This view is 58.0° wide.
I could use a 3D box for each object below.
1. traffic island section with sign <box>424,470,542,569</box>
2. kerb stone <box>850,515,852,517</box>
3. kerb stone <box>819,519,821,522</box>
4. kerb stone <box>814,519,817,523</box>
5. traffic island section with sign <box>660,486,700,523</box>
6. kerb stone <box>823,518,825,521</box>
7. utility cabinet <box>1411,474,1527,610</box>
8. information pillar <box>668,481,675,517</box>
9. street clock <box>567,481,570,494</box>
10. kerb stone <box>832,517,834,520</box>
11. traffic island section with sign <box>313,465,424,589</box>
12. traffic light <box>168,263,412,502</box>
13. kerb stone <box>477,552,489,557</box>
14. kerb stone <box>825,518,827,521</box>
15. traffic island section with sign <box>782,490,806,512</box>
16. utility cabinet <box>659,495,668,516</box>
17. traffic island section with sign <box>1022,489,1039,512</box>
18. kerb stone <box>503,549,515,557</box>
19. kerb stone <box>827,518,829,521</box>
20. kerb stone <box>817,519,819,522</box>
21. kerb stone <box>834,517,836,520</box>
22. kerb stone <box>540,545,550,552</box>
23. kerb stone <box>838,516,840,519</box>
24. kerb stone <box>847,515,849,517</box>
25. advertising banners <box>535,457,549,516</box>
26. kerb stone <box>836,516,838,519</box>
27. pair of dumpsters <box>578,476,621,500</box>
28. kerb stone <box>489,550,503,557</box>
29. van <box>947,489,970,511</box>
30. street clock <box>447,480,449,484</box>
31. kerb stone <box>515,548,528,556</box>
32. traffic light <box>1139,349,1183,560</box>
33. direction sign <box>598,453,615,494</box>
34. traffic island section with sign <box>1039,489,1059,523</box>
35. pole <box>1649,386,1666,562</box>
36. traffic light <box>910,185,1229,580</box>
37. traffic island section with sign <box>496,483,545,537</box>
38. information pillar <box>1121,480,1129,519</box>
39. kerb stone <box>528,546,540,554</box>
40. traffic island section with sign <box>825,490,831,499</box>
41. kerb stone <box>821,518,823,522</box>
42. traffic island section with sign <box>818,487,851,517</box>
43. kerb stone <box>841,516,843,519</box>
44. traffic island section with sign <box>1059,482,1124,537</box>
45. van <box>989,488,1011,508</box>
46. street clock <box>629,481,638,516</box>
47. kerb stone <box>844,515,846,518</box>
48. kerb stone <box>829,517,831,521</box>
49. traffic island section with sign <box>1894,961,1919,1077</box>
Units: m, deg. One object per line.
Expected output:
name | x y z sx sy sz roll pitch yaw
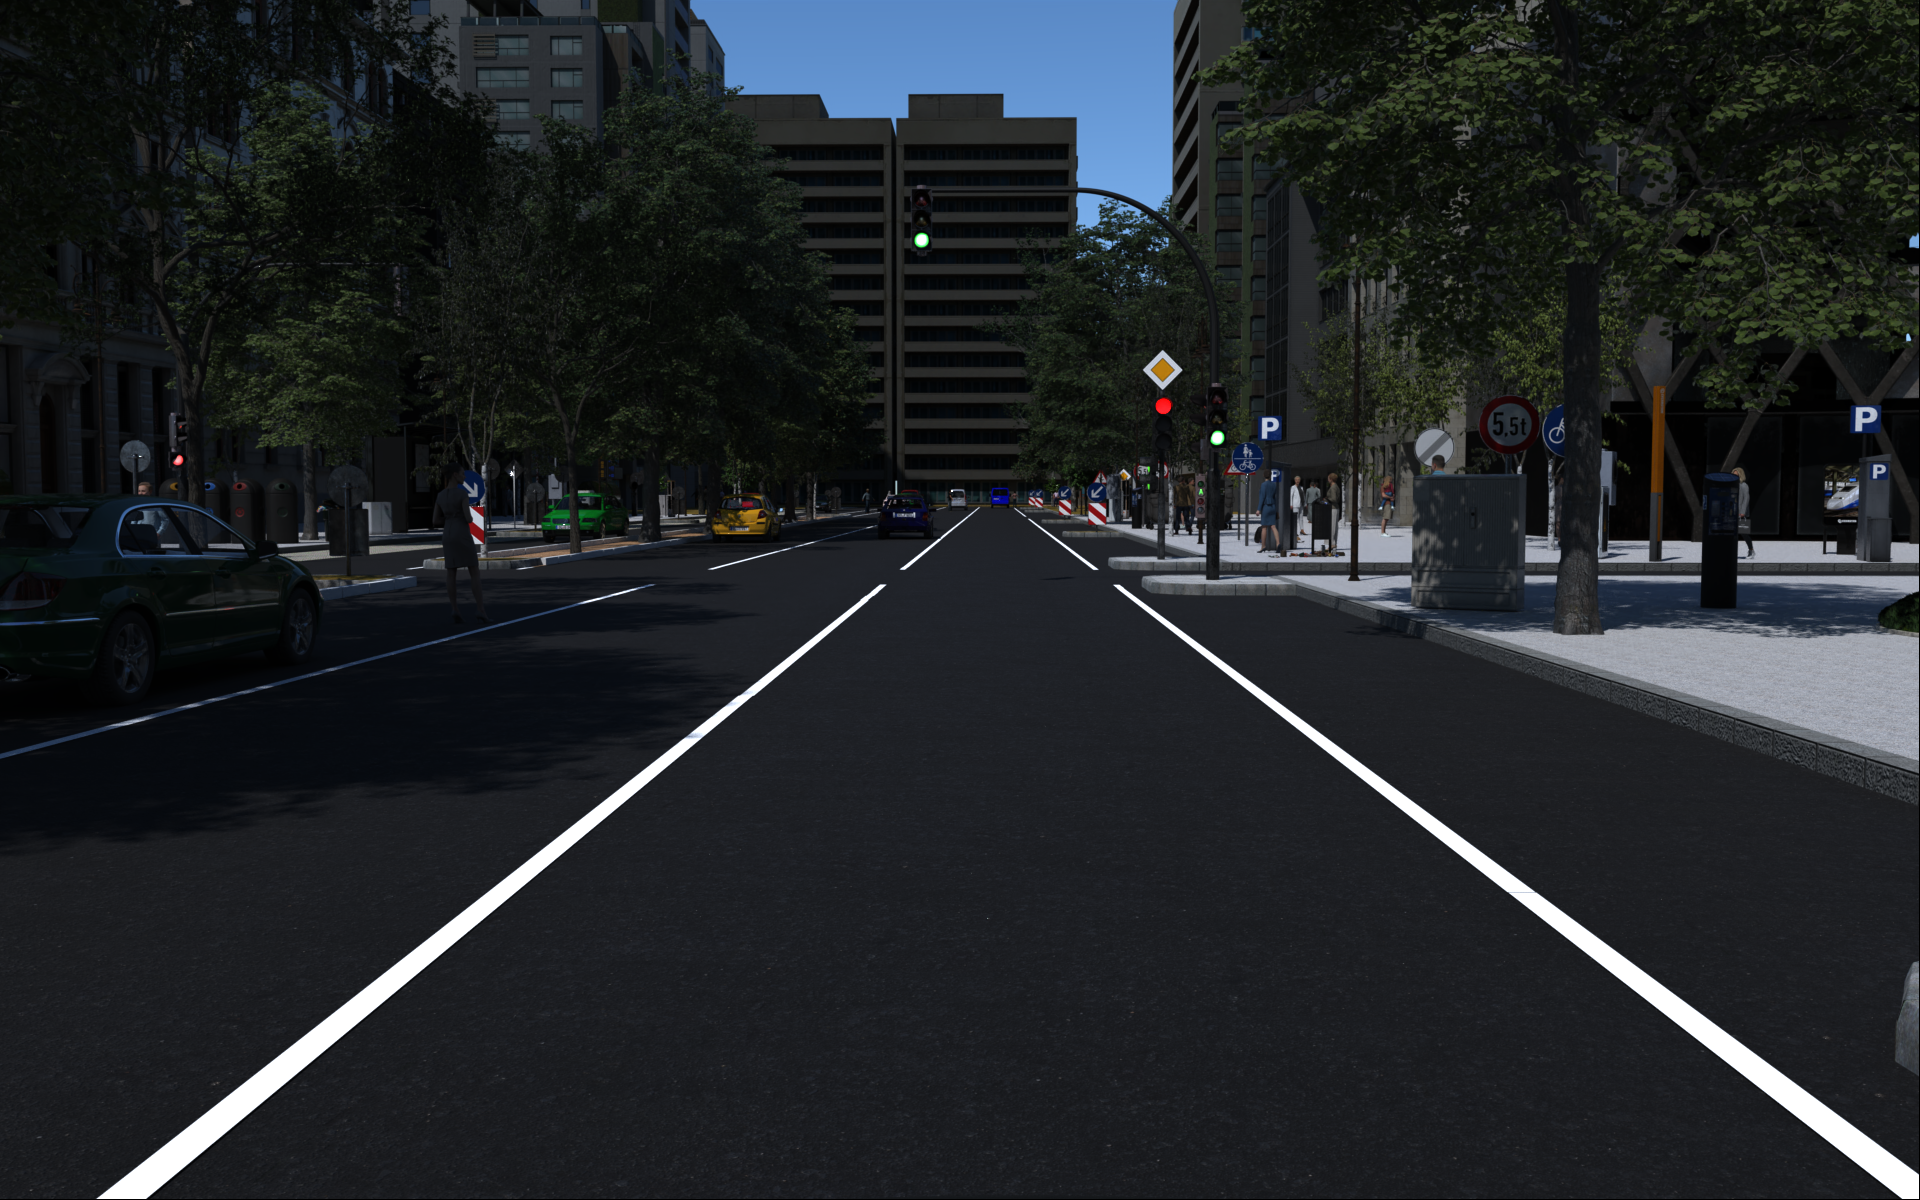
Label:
traffic island section with sign | -9.409 -1.573 33.854 2.006 1.907 1.989 0 4 1
kerb stone | -6.881 -5.120 105.930 0.120 0.150 1.000 0 4 1
kerb stone | -7.268 -3.992 87.463 0.120 0.150 1.000 0 4 1
kerb stone | -7.313 -3.864 85.419 0.120 0.150 1.000 0 4 1
traffic island section with sign | -13.989 -4.724 85.863 1.989 1.847 2.006 0 4 1
kerb stone | -7.228 -4.110 89.511 0.120 0.150 1.000 0 4 1
utility cabinet | 5.625 -0.643 19.186 1.173 1.500 0.318 2 4 34
information pillar | -16.019 -5.608 96.180 0.304 2.012 0.304 3 4 38
street clock | -19.463 -5.033 86.854 0.358 2.002 0.471 3 4 36
kerb stone | -7.114 -4.428 94.643 0.120 0.150 1.000 0 4 1
traffic island section with sign | -9.572 -1.120 26.449 2.006 1.907 1.989 0 4 1
traffic light | -13.244 -3.640 34.178 4.771 5.953 1.251 0 4 1
kerb stone | -10.406 -0.926 37.331 0.120 0.150 1.000 0 4 1
kerb stone | -7.200 -4.174 90.536 0.120 0.150 1.000 0 4 1
traffic island section with sign | -12.941 -7.794 136.052 1.989 1.847 2.006 0 4 1
utility cabinet | -17.832 -5.664 103.770 1.020 1.237 0.306 2 4 31
traffic island section with sign | 6.072 -7.793 136.039 1.989 1.847 2.006 0 4 1
kerb stone | -10.363 -1.050 39.375 0.120 0.150 1.000 0 4 1
kerb stone | -7.185 -4.243 91.567 0.120 0.150 1.000 0 4 1
kerb stone | -7.285 -3.929 86.441 0.120 0.150 1.000 0 4 1
kerb stone | -7.093 -4.494 95.668 0.120 0.150 1.000 0 4 1
kerb stone | -10.297 -1.238 42.453 0.120 0.150 1.000 0 4 1
kerb stone | -7.046 -4.619 97.718 0.120 0.150 1.000 0 4 1
kerb stone | -6.921 -4.991 103.874 0.120 0.150 1.000 0 4 1
advertising banners | -19.807 -5.250 82.027 0.090 3.025 2.074 0 4 3
kerb stone | -7.077 -4.553 96.696 0.120 0.150 1.000 0 4 1
pair of dumpsters | -19.279 -5.490 92.257 1.574 2.255 4.437 0 4 1
kerb stone | -10.381 -0.988 38.353 0.120 0.150 1.000 0 4 1
van | -0.174 -8.847 151.664 2.013 2.044 4.112 0 4 2
street clock | -17.081 -3.295 58.449 0.358 2.002 0.471 1 4 16
kerb stone | -10.336 -1.113 40.397 0.120 0.150 1.000 0 4 1
traffic light | 3.920 -2.745 33.805 0.839 4.253 0.868 0 4 1
direction sign | -18.168 -5.933 88.995 0.876 3.537 0.379 0 4 8
traffic island section with sign | 5.038 -4.699 85.461 1.989 1.847 2.006 0 4 1
pole | 13.209 -2.383 32.801 0.158 3.312 0.155 0 3 0
traffic light | 1.662 -3.123 25.723 4.771 5.953 1.251 0 4 1
traffic island section with sign | -14.533 -3.076 58.913 1.989 1.847 2.006 0 4 1
information pillar | 8.504 -5.173 89.072 0.304 2.012 0.304 3 4 37
kerb stone | -10.311 -1.175 41.430 0.120 0.150 1.000 0 4 1
traffic island section with sign | -12.384 -9.442 163.002 1.989 1.847 2.006 0 4 1
kerb stone | -7.249 -4.055 88.488 0.120 0.150 1.000 0 4 1
traffic island section with sign | -7.863 -6.168 108.977 2.006 1.907 1.989 0 4 1
kerb stone | -7.016 -4.743 99.767 0.120 0.150 1.000 0 4 1
traffic island section with sign | 4.477 -3.051 58.511 1.989 1.847 2.006 0 4 1
van | 4.052 -10.426 174.855 2.240 2.365 5.245 0 4 1
street clock | -18.763 -5.813 99.617 0.358 2.002 0.471 3 5 42
kerb stone | -6.964 -4.870 101.820 0.120 0.150 1.000 0 4 1
kerb stone | -7.161 -4.305 92.589 0.120 0.150 1.000 0 4 1
traffic island section with sign | 3.348 0.290 3.880 1.989 1.847 2.006 0 4 1
